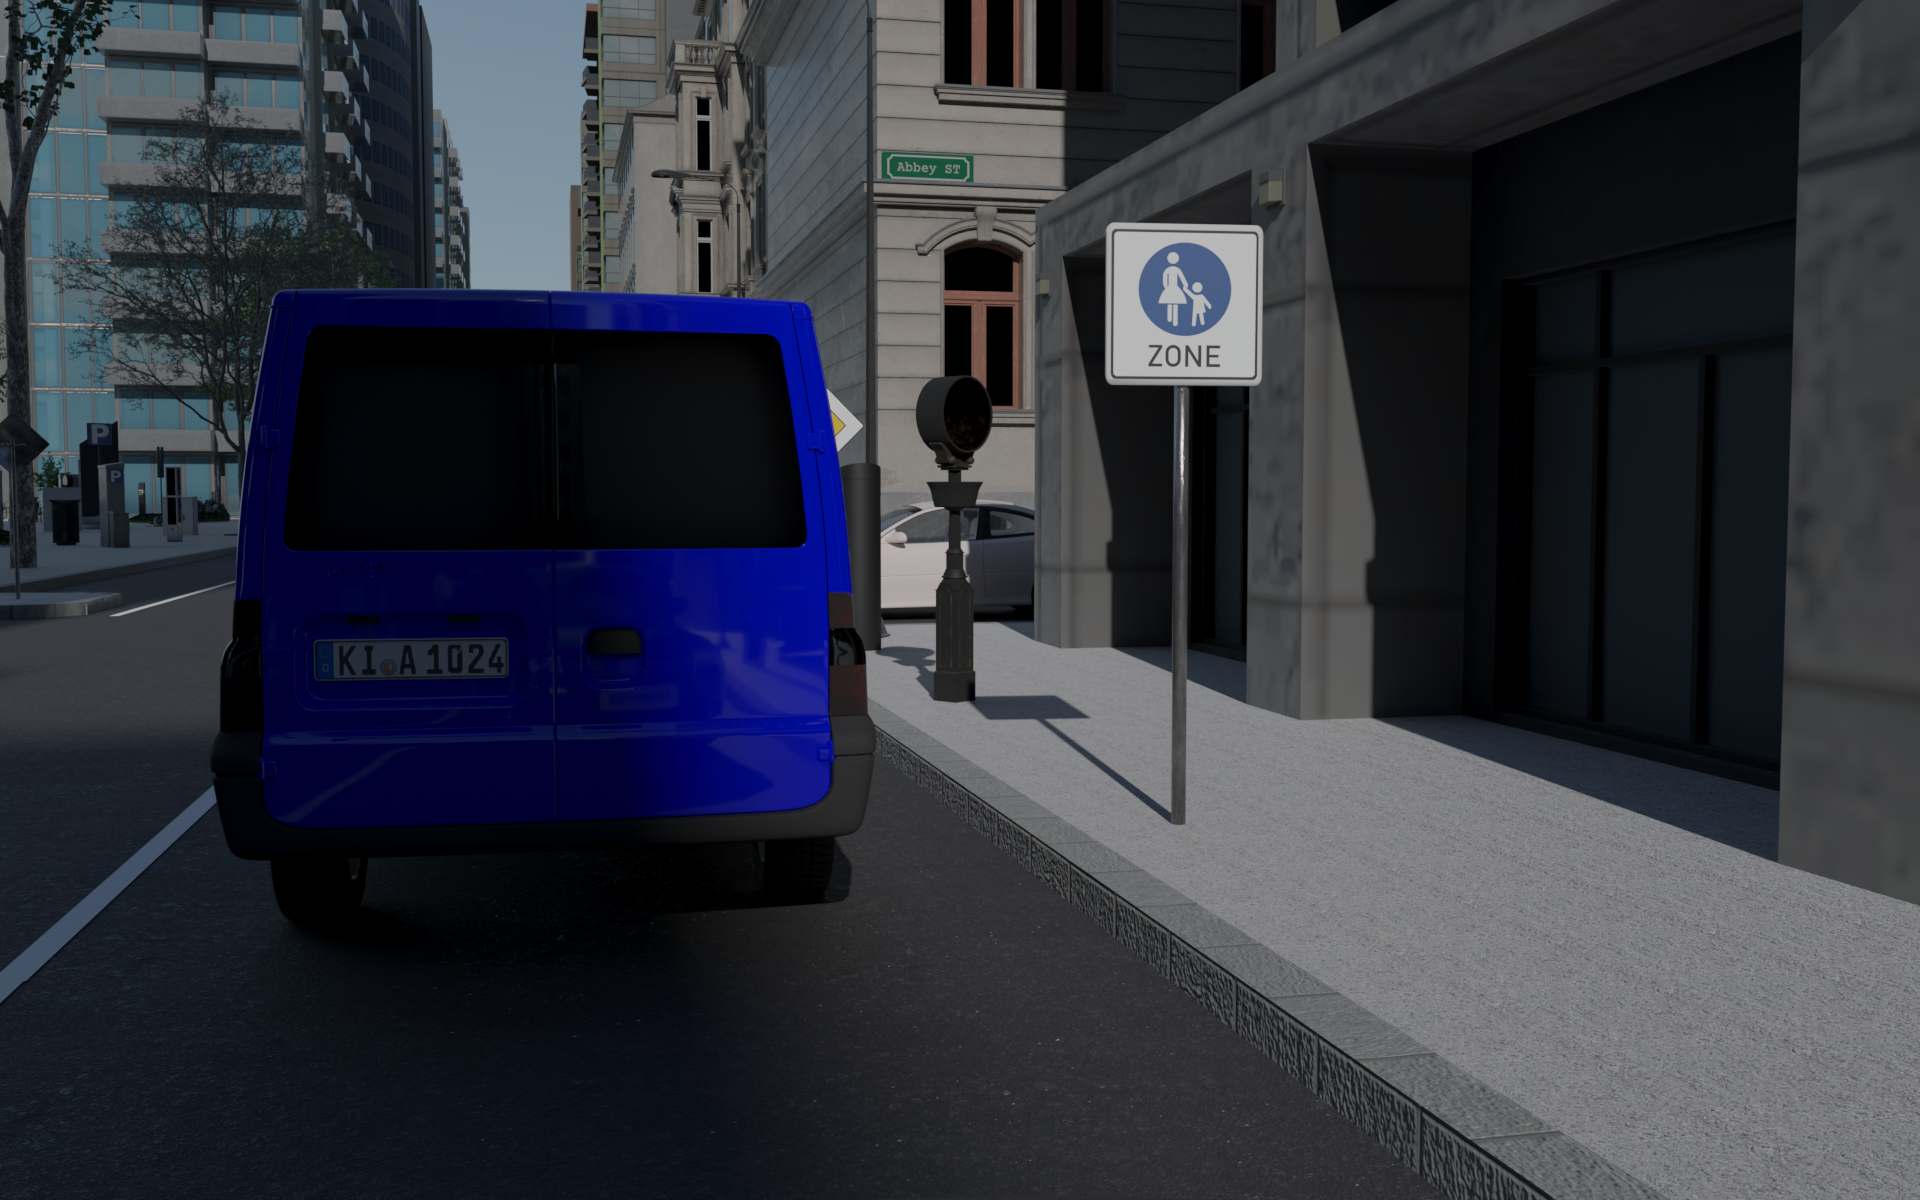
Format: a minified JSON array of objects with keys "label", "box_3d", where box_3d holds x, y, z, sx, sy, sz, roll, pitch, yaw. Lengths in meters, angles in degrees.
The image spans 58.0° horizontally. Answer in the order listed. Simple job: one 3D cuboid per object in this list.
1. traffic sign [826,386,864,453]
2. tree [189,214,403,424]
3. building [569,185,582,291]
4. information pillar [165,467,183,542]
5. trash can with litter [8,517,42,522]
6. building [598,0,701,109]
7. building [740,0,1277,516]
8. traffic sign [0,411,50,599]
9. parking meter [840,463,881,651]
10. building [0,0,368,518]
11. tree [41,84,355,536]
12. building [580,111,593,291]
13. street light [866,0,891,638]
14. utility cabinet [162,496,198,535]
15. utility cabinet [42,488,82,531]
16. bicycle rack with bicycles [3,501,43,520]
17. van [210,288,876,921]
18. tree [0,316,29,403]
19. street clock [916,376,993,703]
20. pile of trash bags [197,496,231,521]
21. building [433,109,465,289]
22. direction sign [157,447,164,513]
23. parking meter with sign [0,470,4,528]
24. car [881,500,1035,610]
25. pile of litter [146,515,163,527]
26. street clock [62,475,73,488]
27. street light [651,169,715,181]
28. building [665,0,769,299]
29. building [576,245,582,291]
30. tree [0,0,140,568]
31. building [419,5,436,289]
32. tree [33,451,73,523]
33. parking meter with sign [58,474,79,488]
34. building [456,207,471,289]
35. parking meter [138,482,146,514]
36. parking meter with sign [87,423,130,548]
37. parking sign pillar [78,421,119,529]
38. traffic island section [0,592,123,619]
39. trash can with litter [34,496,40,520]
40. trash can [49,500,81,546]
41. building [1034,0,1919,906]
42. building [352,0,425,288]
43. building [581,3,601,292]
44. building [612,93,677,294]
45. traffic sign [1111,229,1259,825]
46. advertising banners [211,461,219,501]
[{"label":"traffic sign","box_3d":[-1.241,-0.715,15.339,0.795,2.450,0.064,-1,4,-13]},{"label":"tree","box_3d":[-24.180,-8.424,63.483,9.928,11.665,9.643,0,3,0]},{"label":"building","box_3d":[-47.925,-36.414,245.486,14.600,45.320,14.200,-1,4,-13]},{"label":"information pillar","box_3d":[-21.108,-2.570,46.505,0.304,2.012,0.304,0,4,-2]},{"label":"trash can with litter","box_3d":[-43.190,-4.205,79.801,2.233,1.210,1.678,1,4,14]},{"label":"building","box_3d":[-15.375,-25.969,108.183,14.154,41.232,14.086,-1,4,-13]},{"label":"building","box_3d":[8.103,-15.018,32.938,23.554,28.519,14.401,-1,4,-13]},{"label":"traffic sign","box_3d":[-11.515,-1.069,21.116,0.795,2.450,0.064,-1,4,-13]},{"label":"parking meter","box_3d":[-0.836,-0.358,14.268,0.372,1.533,0.369,0,3,0]},{"label":"building","box_3d":[-48.218,-29.685,104.955,23.786,49.044,30.456,-1,4,-13]},{"label":"tree","box_3d":[-22.205,-8.725,53.019,12.009,13.543,11.850,0,3,0]},{"label":"building","box_3d":[-34.205,-30.957,189.742,14.154,41.232,14.086,-1,4,-13]},{"label":"street light","box_3d":[-1.323,-2.613,15.271,1.470,5.913,1.316,-1,4,-13]},{"label":"utility cabinet","box_3d":[-24.376,-2.628,54.133,1.020,1.237,0.306,0,4,6]},{"label":"utility cabinet","box_3d":[-30.579,-3.077,58.996,1.173,1.500,0.318,-2,4,-30]},{"label":"bicycle rack with bicycles","box_3d":[-46.915,-4.486,86.731,2.852,0.926,2.925,1,4,10]},{"label":"van","box_3d":[-1.728,-0.197,7.606,2.240,2.365,5.245,-1,4,-12]},{"label":"tree","box_3d":[-34.808,-6.723,60.285,4.737,8.622,4.395,0,3,0]},{"label":"street clock","box_3d":[-0.033,-0.375,10.700,0.358,2.002,0.471,3,5,41]},{"label":"pile of trash bags","box_3d":[-35.615,-4.495,83.250,3.447,1.369,1.912,-2,4,-32]},{"label":"building","box_3d":[-73.280,-36.424,215.137,23.786,49.044,30.456,-1,4,-13]},{"label":"direction sign","box_3d":[-38.267,-5.563,82.953,0.379,3.537,0.876,0,4,-7]},{"label":"parking meter with sign","box_3d":[-31.108,-3.631,55.623,0.543,3.016,1.738,-1,4,-13]},{"label":"car","box_3d":[-0.316,-0.491,20.393,4.827,1.381,2.083,-1,4,-13]},{"label":"pile of litter","box_3d":[-31.124,-3.323,68.289,1.719,0.858,1.176,-1,4,-14]},{"label":"street clock","box_3d":[-33.882,-3.746,65.815,0.471,2.002,0.358,3,5,41]},{"label":"street light","box_3d":[-3.727,-3.211,25.039,1.470,5.913,1.316,-1,4,-13]},{"label":"building","box_3d":[-3.211,-14.900,62.706,14.460,24.649,34.723,-1,4,-13]},{"label":"building","box_3d":[-37.811,-26.421,203.677,14.160,30.474,14.107,-1,4,-13]},{"label":"tree","box_3d":[-17.800,-10.620,29.520,12.611,20.169,13.585,0,3,0]},{"label":"building","box_3d":[-54.723,-30.922,155.680,14.600,45.320,14.200,-1,4,-13]},{"label":"tree","box_3d":[-40.712,-5.063,77.378,1.663,3.219,1.824,0,3,0]},{"label":"parking meter with sign","box_3d":[-34.371,-4.315,66.808,1.738,3.016,0.543,-3,4,-36]},{"label":"building","box_3d":[-74.670,-33.923,238.239,14.154,41.232,14.086,-1,4,-13]},{"label":"parking meter","box_3d":[-40.620,-4.912,86.014,0.255,1.863,0.399,-1,4,-12]},{"label":"parking meter with sign","box_3d":[-20.548,-2.792,41.908,0.543,3.016,1.738,-3,5,-41]},{"label":"parking sign pillar","box_3d":[-31.494,-4.580,63.347,1.447,3.967,1.447,-3,4,-38]},{"label":"traffic island section","box_3d":[-11.536,0.068,21.172,2.009,0.180,2.903,-1,4,-13]},{"label":"trash can with litter","box_3d":[-45.158,-4.437,83.933,1.055,1.170,0.624,1,4,20]},{"label":"trash can","box_3d":[-22.378,-1.938,43.337,0.748,1.137,0.748,0,3,0]},{"label":"building","box_3d":[12.969,-34.684,5.342,20.563,71.187,20.611,-1,4,-13]},{"label":"building","box_3d":[-53.364,-36.180,133.543,21.231,58.520,28.212,-1,4,-13]},{"label":"building","box_3d":[-22.820,-30.761,157.574,22.147,44.769,28.867,-1,4,-13]},{"label":"building","box_3d":[-12.296,-14.617,88.134,9.793,20.994,18.267,-1,4,-13]},{"label":"traffic sign","box_3d":[0.848,-0.277,6.664,0.606,2.300,0.079,0,4,-7]},{"label":"advertising banners","box_3d":[-38.726,-5.744,90.104,0.090,3.025,2.074,-1,4,-13]}]
